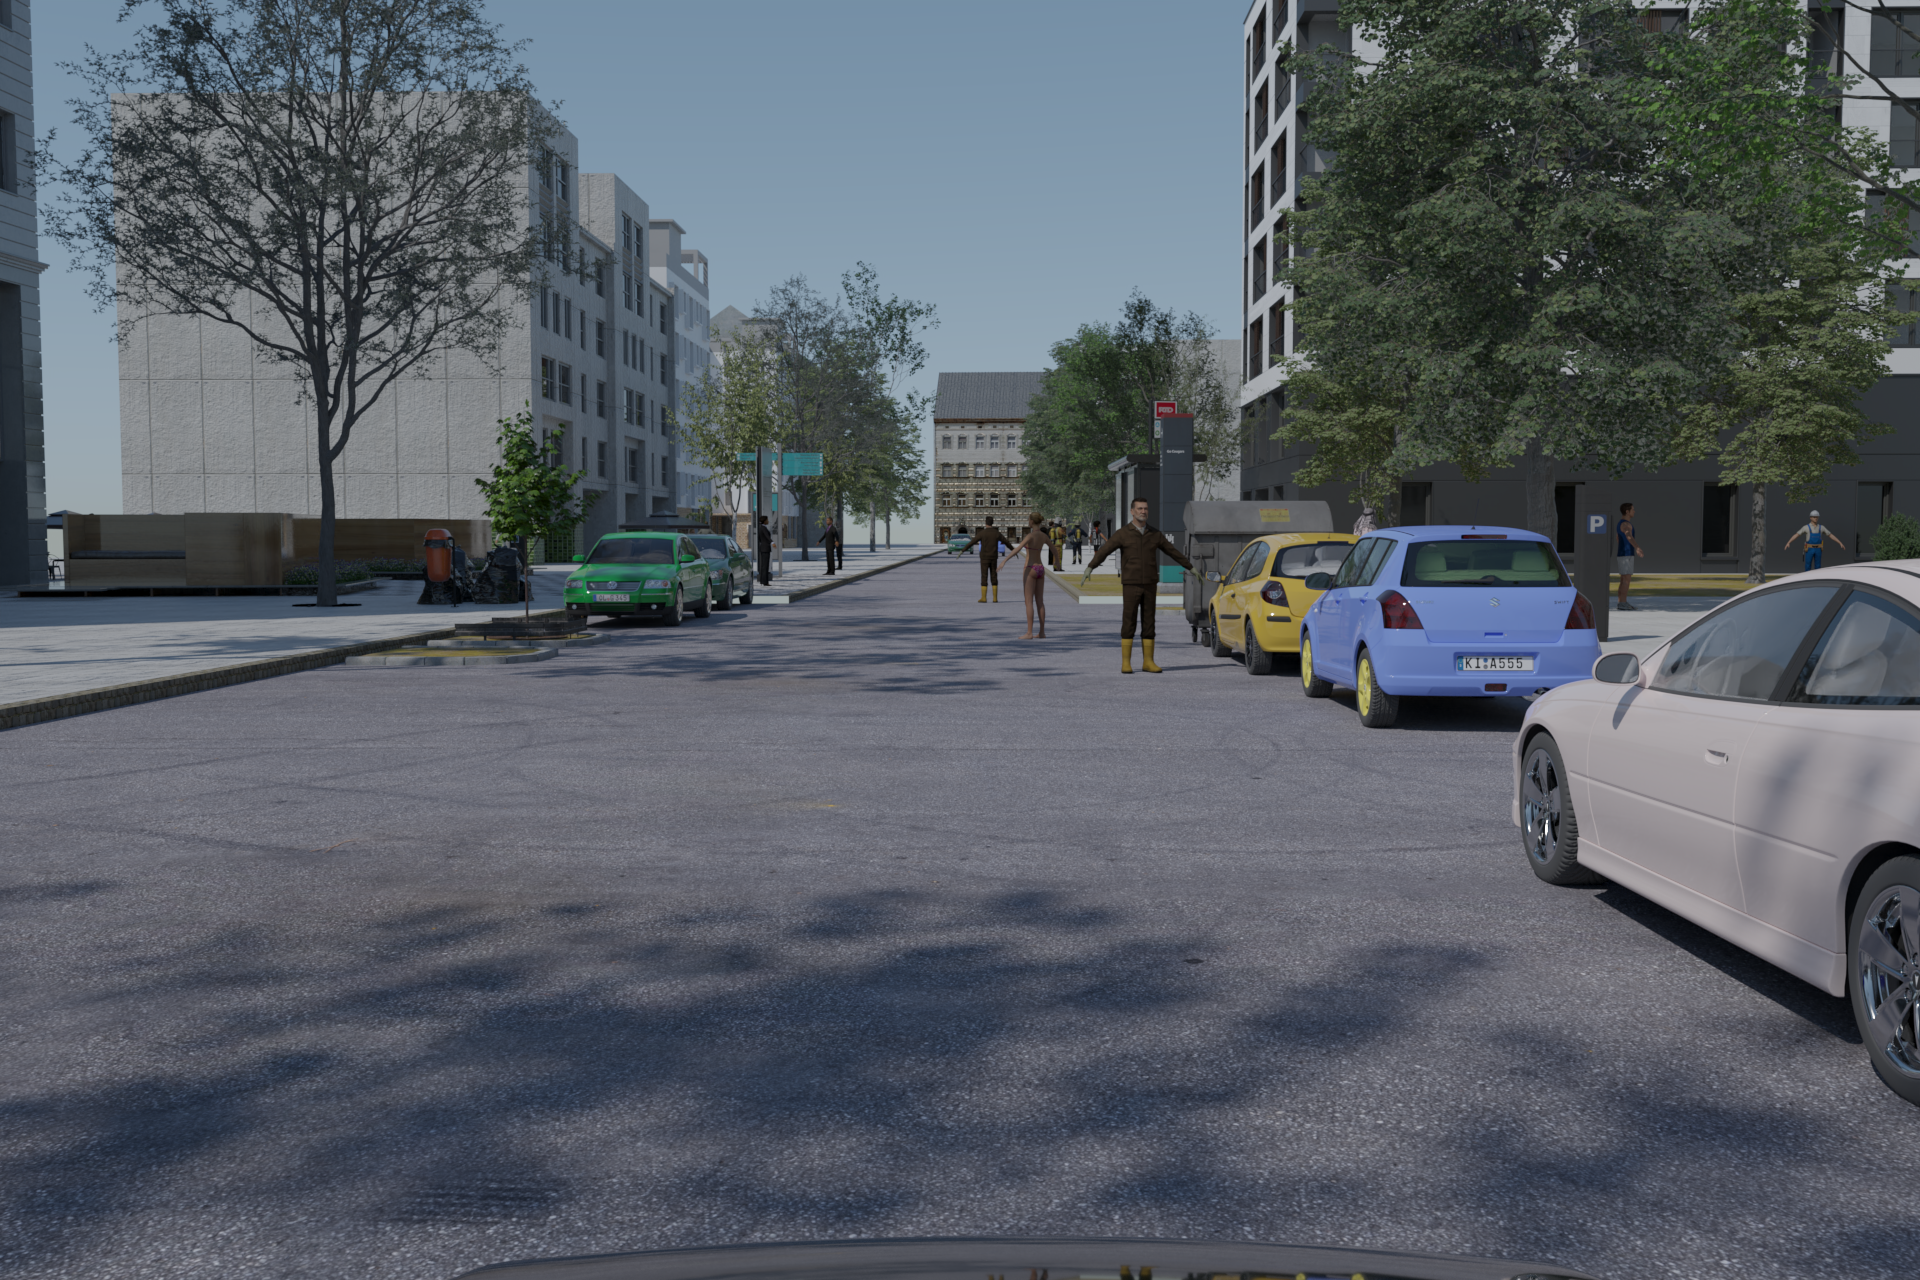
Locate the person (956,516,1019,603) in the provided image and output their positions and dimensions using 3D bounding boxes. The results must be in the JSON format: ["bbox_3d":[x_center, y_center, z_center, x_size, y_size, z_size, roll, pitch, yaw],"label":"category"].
[{"bbox_3d":[0.599,-1.683,36.116,1.346,1.812,0.704,-1,4,-15],"label":"person"}]

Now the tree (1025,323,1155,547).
[{"bbox_3d":[8.566,-12.044,103.569,9.857,13.997,8.962,0,3,0],"label":"tree"}]

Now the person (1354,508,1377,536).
[{"bbox_3d":[7.236,-1.476,30.841,0.551,1.740,0.621,3,5,45],"label":"person"}]

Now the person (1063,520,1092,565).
[{"bbox_3d":[4.942,-4.115,73.058,1.354,1.856,0.705,-1,4,-9],"label":"person"}]

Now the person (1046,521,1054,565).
[{"bbox_3d":[3.772,-3.958,70.896,0.705,1.806,1.347,-1,4,-21],"label":"person"}]

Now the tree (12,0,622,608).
[{"bbox_3d":[-11.066,-7.334,30.284,12.009,13.543,11.850,0,3,0],"label":"tree"}]

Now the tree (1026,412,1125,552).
[{"bbox_3d":[8.803,-11.759,126.666,8.767,10.594,7.601,-2,4,-26],"label":"tree"}]

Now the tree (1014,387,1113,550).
[{"bbox_3d":[8.902,-14.400,142.099,9.857,13.997,8.962,0,3,0],"label":"tree"}]

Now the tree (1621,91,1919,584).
[{"bbox_3d":[20.807,-7.763,45.050,7.486,12.596,7.792,0,3,0],"label":"tree"}]

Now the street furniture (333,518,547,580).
[{"bbox_3d":[-16.625,-2.669,50.492,11.010,1.723,9.812,1,4,10],"label":"street furniture"}]

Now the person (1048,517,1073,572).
[{"bbox_3d":[3.368,-3.262,59.098,0.705,1.858,1.354,-2,4,-34],"label":"person"}]

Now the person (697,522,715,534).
[{"bbox_3d":[-10.259,-3.904,70.100,1.348,1.796,0.705,0,4,7],"label":"person"}]

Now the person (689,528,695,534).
[{"bbox_3d":[-7.186,-2.288,46.682,0.991,1.433,0.599,-2,4,-31],"label":"person"}]

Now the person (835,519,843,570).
[{"bbox_3d":[-4.362,-3.420,62.050,0.705,1.813,1.348,0,4,2],"label":"person"}]

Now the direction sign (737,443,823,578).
[{"bbox_3d":[-5.279,-3.834,51.441,2.525,3.948,1.411,0,4,1],"label":"direction sign"}]

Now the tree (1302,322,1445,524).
[{"bbox_3d":[12.226,-6.145,50.828,4.737,8.622,4.395,0,3,0],"label":"tree"}]

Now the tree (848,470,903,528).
[{"bbox_3d":[-11.046,-19.018,229.065,7.486,12.596,7.792,0,3,0],"label":"tree"}]

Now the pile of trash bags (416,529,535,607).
[{"bbox_3d":[-9.065,-1.346,31.763,1.912,1.369,3.447,0,4,1],"label":"pile of trash bags"}]

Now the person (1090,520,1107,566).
[{"bbox_3d":[5.508,-3.860,69.252,0.704,1.843,1.345,-2,4,-28],"label":"person"}]

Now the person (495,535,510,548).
[{"bbox_3d":[-18.022,-3.844,69.039,0.705,1.806,1.347,2,4,35],"label":"person"}]

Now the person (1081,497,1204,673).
[{"bbox_3d":[1.859,-0.567,17.860,1.346,1.812,0.704,-1,4,-15],"label":"person"}]

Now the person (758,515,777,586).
[{"bbox_3d":[-4.718,-2.192,42.567,0.721,1.740,1.216,-1,4,-21],"label":"person"}]

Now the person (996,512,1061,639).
[{"bbox_3d":[0.965,-0.885,23.724,1.217,1.733,0.721,-3,5,-44],"label":"person"}]

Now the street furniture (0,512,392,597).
[{"bbox_3d":[-15.701,-1.968,39.033,9.812,1.723,11.010,-1,4,-10],"label":"street furniture"}]

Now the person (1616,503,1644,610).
[{"bbox_3d":[11.295,-1.415,29.306,0.704,1.807,1.345,1,4,9],"label":"person"}]

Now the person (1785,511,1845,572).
[{"bbox_3d":[20.593,-2.196,41.767,1.347,1.847,0.705,1,4,11],"label":"person"}]

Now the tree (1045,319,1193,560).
[{"bbox_3d":[7.753,-9.732,84.880,9.928,11.665,9.643,0,3,0],"label":"tree"}]

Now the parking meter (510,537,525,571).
[{"bbox_3d":[-9.096,-1.663,35.607,0.372,1.533,0.369,0,3,0],"label":"parking meter"}]

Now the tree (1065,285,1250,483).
[{"bbox_3d":[7.411,-8.012,65.405,7.601,10.594,8.767,1,4,10],"label":"tree"}]

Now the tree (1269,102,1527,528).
[{"bbox_3d":[11.551,-7.716,44.284,7.486,12.596,7.792,0,3,0],"label":"tree"}]

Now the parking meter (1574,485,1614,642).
[{"bbox_3d":[7.533,-0.911,20.600,0.399,1.863,0.255,0,4,1],"label":"parking meter"}]

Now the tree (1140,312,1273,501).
[{"bbox_3d":[7.674,-6.584,58.008,4.360,8.622,3.978,0,3,0],"label":"tree"}]

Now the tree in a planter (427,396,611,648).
[{"bbox_3d":[-5.691,-1.556,22.661,1.991,3.239,1.994,0,4,2],"label":"tree in a planter"}]

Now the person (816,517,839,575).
[{"bbox_3d":[-4.061,-2.914,53.861,0.704,1.802,1.346,-2,4,-32],"label":"person"}]
